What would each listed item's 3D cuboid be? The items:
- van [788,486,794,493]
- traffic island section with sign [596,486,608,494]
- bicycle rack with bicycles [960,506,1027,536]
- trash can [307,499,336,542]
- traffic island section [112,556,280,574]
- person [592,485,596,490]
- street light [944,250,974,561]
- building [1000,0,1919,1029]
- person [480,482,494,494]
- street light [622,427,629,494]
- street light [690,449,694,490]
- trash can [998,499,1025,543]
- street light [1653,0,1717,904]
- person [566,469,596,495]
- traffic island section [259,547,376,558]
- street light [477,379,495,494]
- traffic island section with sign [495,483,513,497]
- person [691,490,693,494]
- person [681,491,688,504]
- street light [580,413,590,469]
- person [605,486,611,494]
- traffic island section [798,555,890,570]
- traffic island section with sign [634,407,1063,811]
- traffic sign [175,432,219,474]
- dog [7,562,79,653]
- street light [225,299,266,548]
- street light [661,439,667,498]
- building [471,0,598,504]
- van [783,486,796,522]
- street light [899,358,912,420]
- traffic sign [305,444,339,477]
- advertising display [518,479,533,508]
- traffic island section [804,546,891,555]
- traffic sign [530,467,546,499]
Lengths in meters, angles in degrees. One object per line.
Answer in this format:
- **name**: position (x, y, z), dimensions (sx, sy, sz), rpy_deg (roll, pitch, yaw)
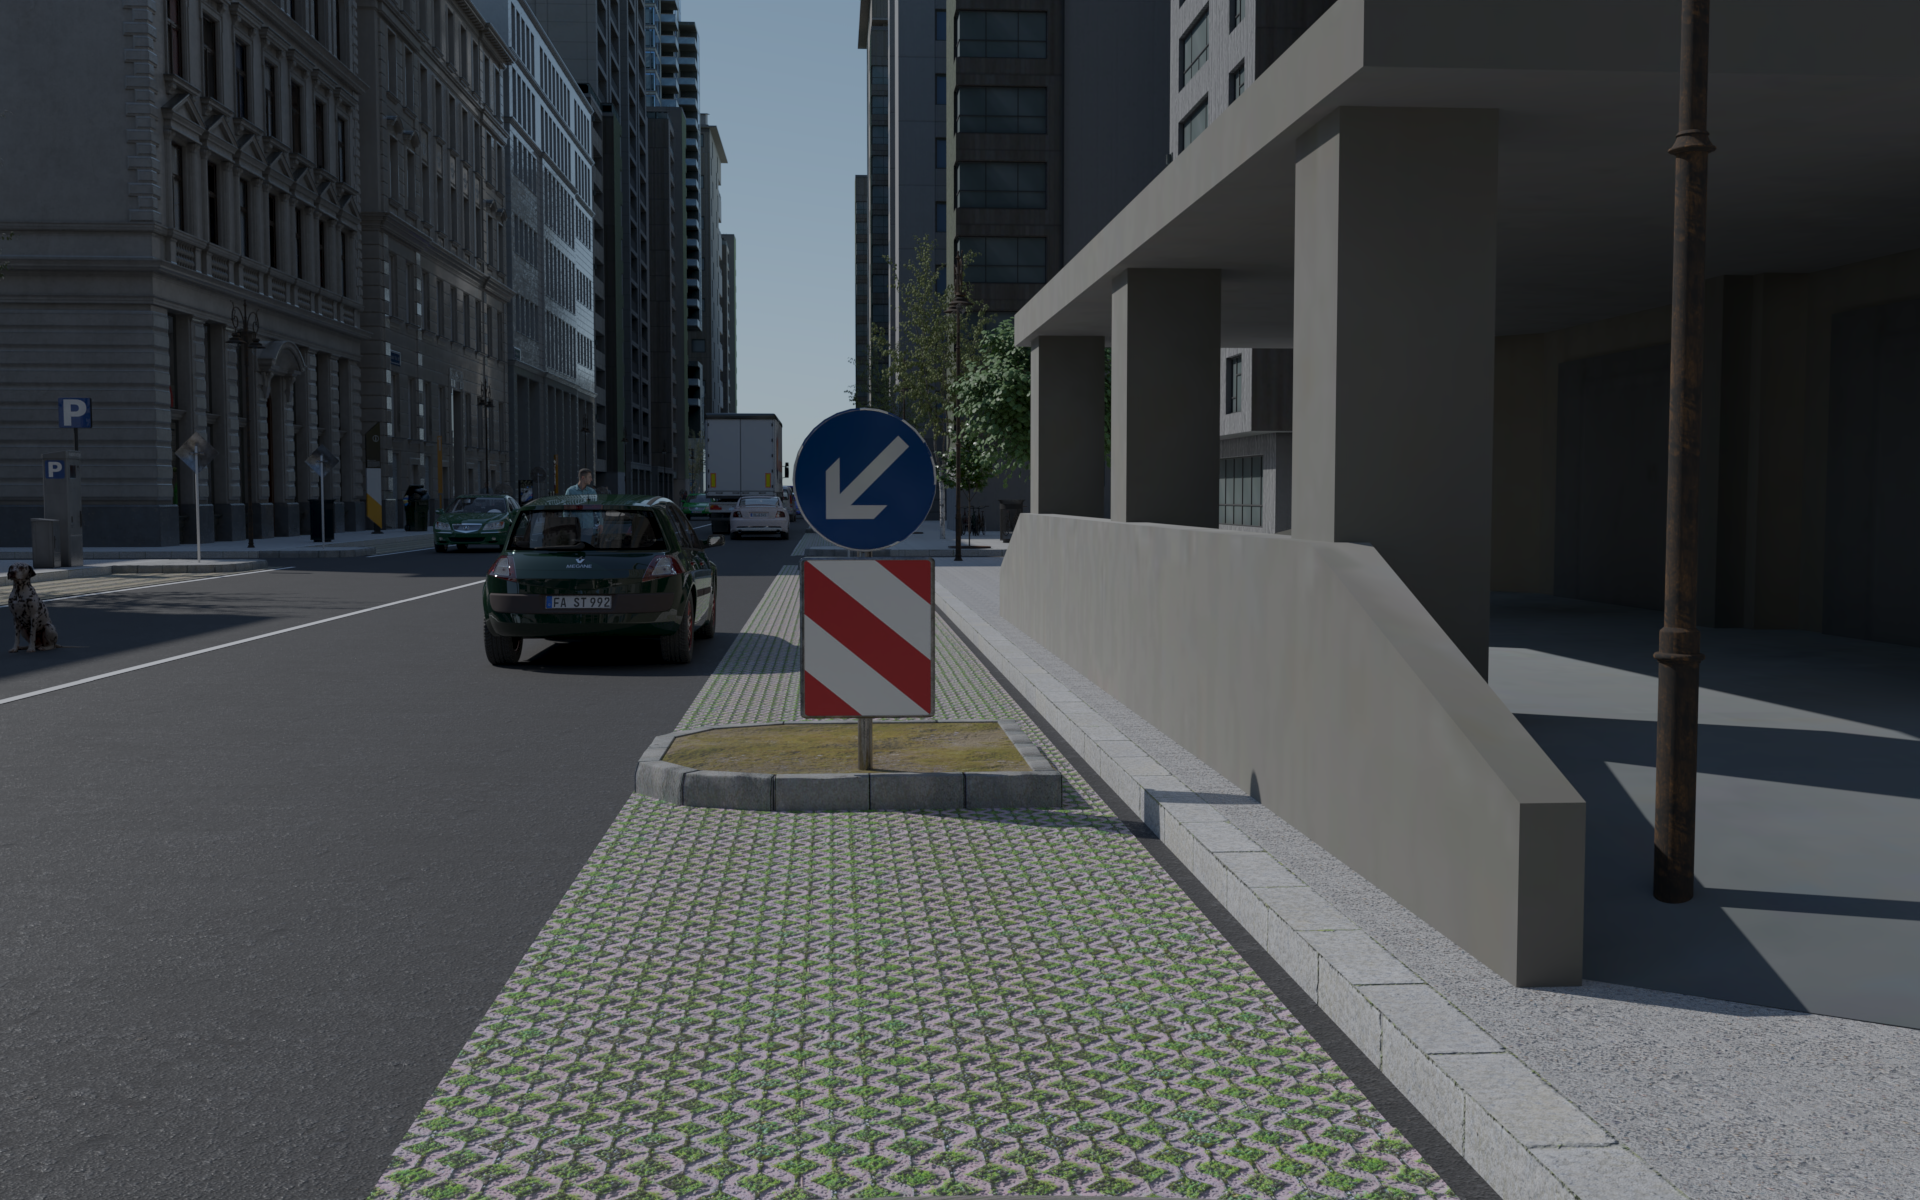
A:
- **van**: position (-12.751, -7.412, 125.566), dimensions (2.240, 2.365, 5.245), rpy_deg (0, 4, -5)
- **traffic island section with sign**: position (-18.584, -4.968, 89.858), dimensions (1.989, 1.847, 2.006), rpy_deg (0, 4, -4)
- **bicycle rack with bicycles**: position (0.969, -2.455, 53.514), dimensions (2.852, 0.926, 2.925), rpy_deg (1, 4, 18)
- **trash can**: position (-17.035, -2.116, 46.244), dimensions (0.748, 1.137, 0.748), rpy_deg (0, 3, 0)
- **traffic island section**: position (-14.308, -0.625, 32.493), dimensions (2.009, 0.180, 2.903), rpy_deg (0, 4, -4)
- **person**: position (-23.060, -6.357, 109.822), dimensions (0.795, 1.843, 0.661), rpy_deg (0, 4, 4)
- **street light**: position (-0.032, -3.687, 33.067), dimensions (0.468, 5.910, 1.993), rpy_deg (0, 4, -4)
- **building**: position (16.996, -19.540, 11.367), dimensions (32.217, 40.220, 23.993), rpy_deg (0, 4, -4)
- **person**: position (-20.216, -4.143, 73.889), dimensions (0.694, 1.812, 0.767), rpy_deg (-1, 4, -21)
- **street light**: position (-22.545, -8.806, 116.768), dimensions (0.468, 5.910, 1.993), rpy_deg (0, 4, -4)
- **street light**: position (-26.822, -12.285, 173.643), dimensions (0.468, 5.910, 1.993), rpy_deg (0, 4, -4)
- **trash can**: position (1.352, -2.071, 45.508), dimensions (0.748, 1.137, 0.748), rpy_deg (0, 3, 0)
- **street light**: position (2.027, -1.955, 4.752), dimensions (0.468, 5.910, 1.993), rpy_deg (0, 4, -4)
- **person**: position (-6.081, -1.199, 27.965), dimensions (0.638, 1.841, 0.748), rpy_deg (-1, 4, -10)
- **traffic island section**: position (-14.900, -1.112, 40.457), dimensions (2.009, 0.180, 2.903), rpy_deg (0, 4, -4)
- **street light**: position (-19.020, -5.922, 69.613), dimensions (0.468, 5.910, 1.993), rpy_deg (0, 4, -4)
- **traffic island section with sign**: position (-16.573, -3.315, 62.823), dimensions (1.989, 1.847, 2.006), rpy_deg (0, 4, -4)
- **person**: position (-23.711, -8.810, 153.100), dimensions (0.434, 1.755, 0.990), rpy_deg (-2, 4, -26)
- **person**: position (-21.891, -7.811, 137.682), dimensions (0.415, 1.643, 0.593), rpy_deg (2, 4, 31)
- **street light**: position (-21.252, -7.684, 98.416), dimensions (0.468, 5.910, 1.993), rpy_deg (0, 4, -4)
- **person**: position (-23.440, -6.664, 115.117), dimensions (0.709, 1.813, 0.853), rpy_deg (0, 4, 1)
- **traffic island section**: position (-2.100, -0.680, 33.393), dimensions (2.009, 0.180, 2.903), rpy_deg (0, 4, -4)
- **traffic island section with sign**: position (-0.596, -0.006, 8.731), dimensions (1.989, 1.847, 2.006), rpy_deg (0, 4, -4)
- **traffic sign**: position (-14.285, -1.849, 32.428), dimensions (0.795, 2.593, 0.064), rpy_deg (0, 4, -4)
- **dog**: position (-8.402, 0.056, 15.920), dimensions (0.513, 0.831, 0.800), rpy_deg (3, 4, 39)
- **street light**: position (-16.945, -4.186, 41.223), dimensions (0.468, 5.910, 1.993), rpy_deg (0, 4, -4)
- **street light**: position (-24.777, -10.553, 145.327), dimensions (0.468, 5.910, 1.993), rpy_deg (0, 4, -4)
- **building**: position (-28.573, -19.702, 99.626), dimensions (11.434, 29.767, 29.804), rpy_deg (0, 4, -4)
- **van**: position (-9.434, -5.098, 90.364), dimensions (2.013, 2.044, 4.112), rpy_deg (0, 4, -3)
- **street light**: position (-1.897, -5.268, 58.922), dimensions (0.468, 5.910, 1.993), rpy_deg (0, 4, -4)
- **traffic sign**: position (-14.878, -2.336, 40.391), dimensions (0.795, 2.593, 0.064), rpy_deg (0, 4, -4)
- **advertising display**: position (-19.169, -4.358, 76.459), dimensions (0.123, 1.923, 0.974), rpy_deg (1, 4, 20)
- **traffic island section**: position (-2.692, -1.167, 41.356), dimensions (2.009, 0.180, 2.903), rpy_deg (0, 4, -4)
- **traffic sign**: position (-19.563, -4.907, 80.336), dimensions (0.768, 2.556, 0.104), rpy_deg (0, 4, 4)
